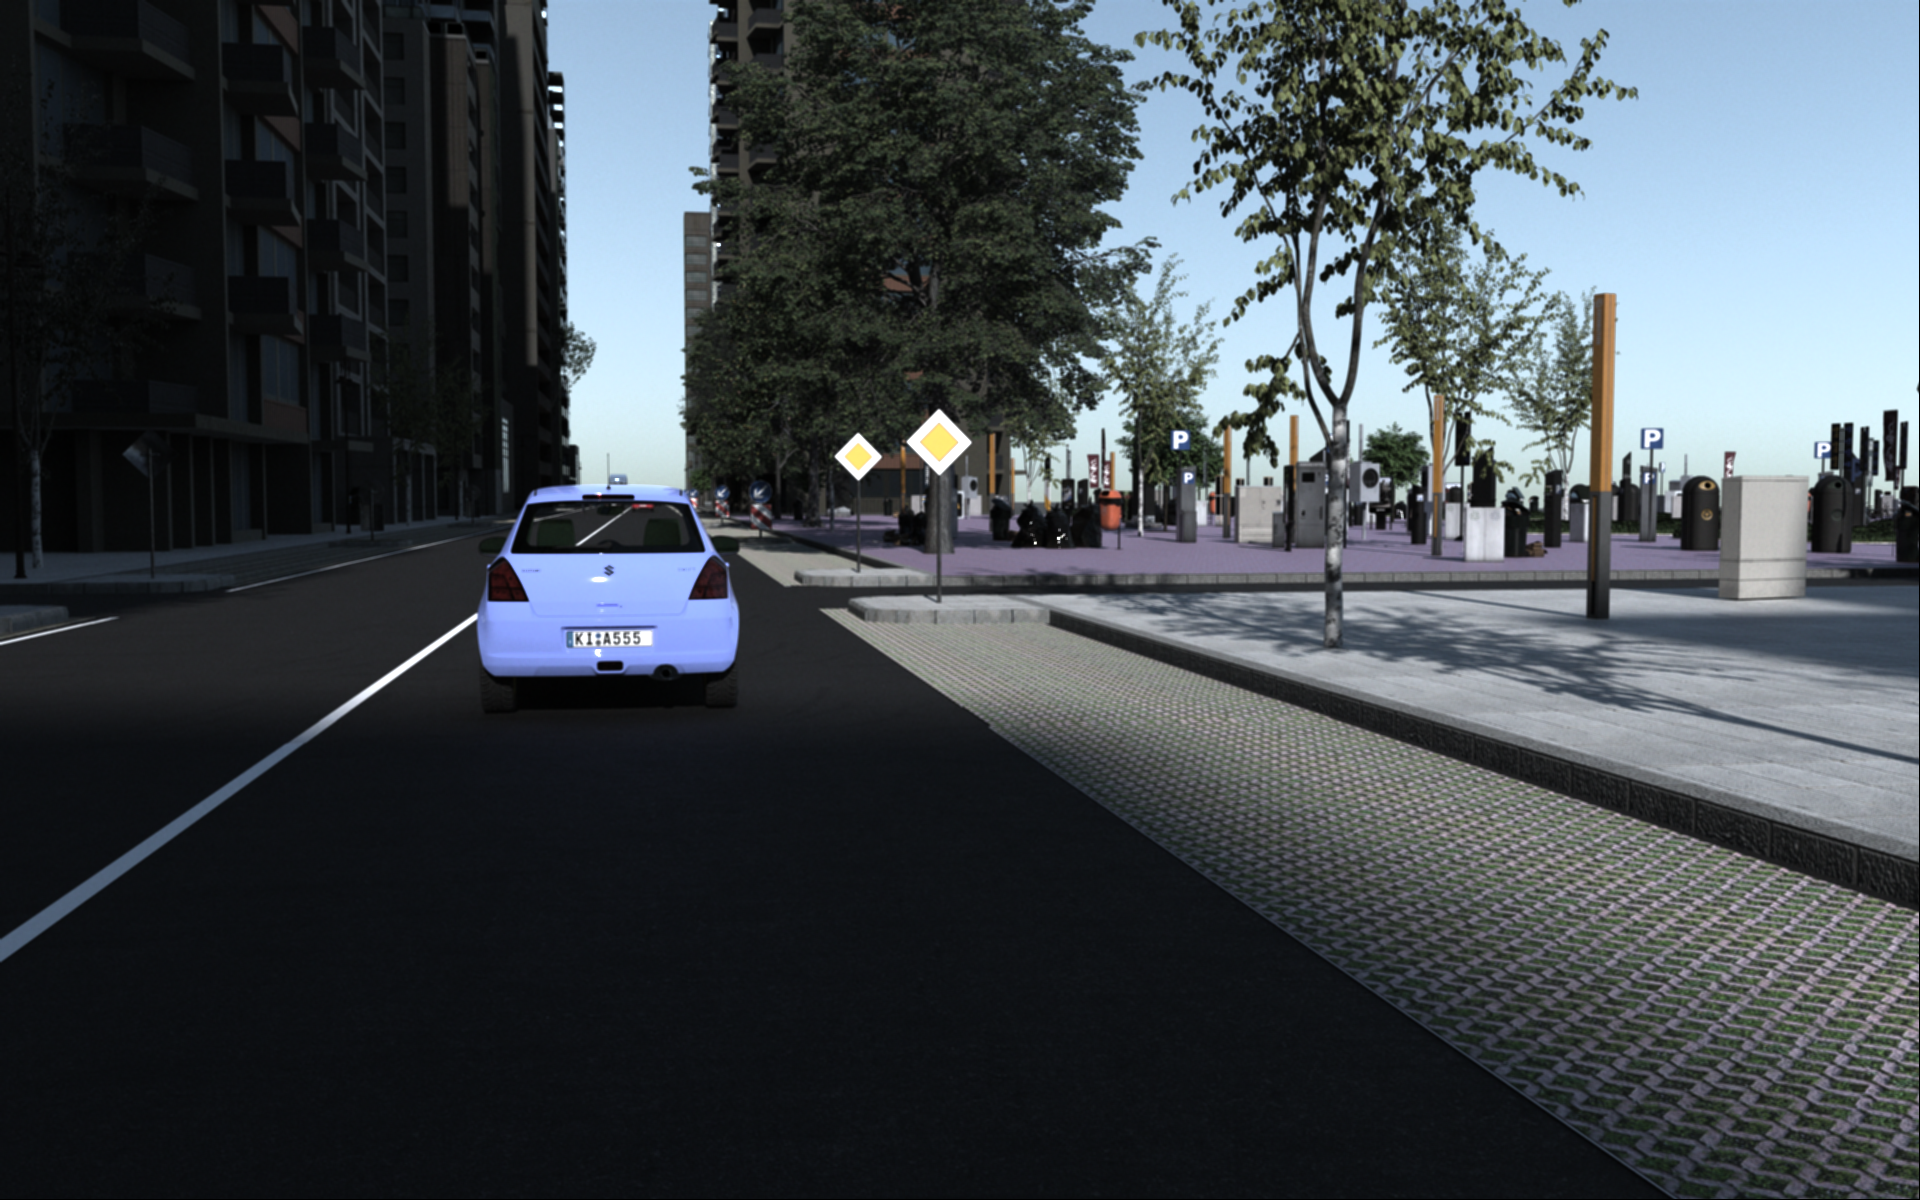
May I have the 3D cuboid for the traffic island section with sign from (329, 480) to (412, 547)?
[{"bbox_3d":[-16.088,-2.369,47.364,1.989,1.847,2.006,-1,4,-10],"label":"traffic island section with sign"}]

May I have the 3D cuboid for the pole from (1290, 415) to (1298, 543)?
[{"bbox_3d":[8.676,-3.132,45.044,0.158,3.312,0.155,0,3,0],"label":"pole"}]

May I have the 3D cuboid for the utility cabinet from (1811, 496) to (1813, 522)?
[{"bbox_3d":[27.376,-2.704,55.379,0.306,1.237,1.020,2,4,25],"label":"utility cabinet"}]

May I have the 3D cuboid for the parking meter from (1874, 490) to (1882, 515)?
[{"bbox_3d":[51.443,-5.420,97.030,0.372,1.533,0.369,0,3,0],"label":"parking meter"}]

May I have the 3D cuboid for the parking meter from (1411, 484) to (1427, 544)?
[{"bbox_3d":[11.724,-2.190,44.220,0.372,1.533,0.369,0,3,0],"label":"parking meter"}]

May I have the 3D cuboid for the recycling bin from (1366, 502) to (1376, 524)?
[{"bbox_3d":[17.944,-3.817,74.958,0.722,1.027,0.722,2,4,26],"label":"recycling bin"}]

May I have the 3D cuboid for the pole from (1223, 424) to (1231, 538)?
[{"bbox_3d":[7.725,-3.440,50.082,0.158,3.312,0.155,0,3,0],"label":"pole"}]

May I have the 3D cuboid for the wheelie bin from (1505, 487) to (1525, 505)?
[{"bbox_3d":[24.799,-4.255,77.469,0.693,1.594,0.980,3,4,36],"label":"wheelie bin"}]

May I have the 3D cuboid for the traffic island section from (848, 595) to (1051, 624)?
[{"bbox_3d":[-0.227,0.115,20.409,2.009,0.180,2.903,-1,4,-10],"label":"traffic island section"}]

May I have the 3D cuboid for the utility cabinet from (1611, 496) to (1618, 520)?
[{"bbox_3d":[24.546,-3.299,65.098,0.306,1.237,1.020,1,4,22],"label":"utility cabinet"}]

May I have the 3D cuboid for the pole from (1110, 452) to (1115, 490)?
[{"bbox_3d":[7.417,-5.535,84.335,0.158,3.312,0.155,0,3,0],"label":"pole"}]

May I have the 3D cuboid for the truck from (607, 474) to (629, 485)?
[{"bbox_3d":[-47.900,-15.471,242.703,2.967,4.110,18.799,-1,4,-11],"label":"truck"}]

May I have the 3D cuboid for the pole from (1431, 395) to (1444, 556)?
[{"bbox_3d":[9.884,-2.567,35.820,0.158,3.312,0.155,0,3,0],"label":"pole"}]

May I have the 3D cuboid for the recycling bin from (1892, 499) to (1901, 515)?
[{"bbox_3d":[48.092,-4.638,88.377,0.722,1.027,0.722,0,4,5],"label":"recycling bin"}]

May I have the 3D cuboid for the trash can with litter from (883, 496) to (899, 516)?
[{"bbox_3d":[-3.997,-5.526,101.734,1.055,1.170,0.624,-1,4,-9],"label":"trash can with litter"}]

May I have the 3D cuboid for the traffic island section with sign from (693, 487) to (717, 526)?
[{"bbox_3d":[-10.755,-4.199,77.289,1.989,1.847,2.006,-1,4,-10],"label":"traffic island section with sign"}]

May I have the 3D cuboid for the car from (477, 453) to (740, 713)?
[{"bbox_3d":[-2.569,-0.193,12.740,1.945,1.707,3.694,-1,4,-11],"label":"car"}]

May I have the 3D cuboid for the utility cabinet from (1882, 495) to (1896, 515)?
[{"bbox_3d":[53.940,-5.492,100.951,0.306,1.237,1.020,-3,5,-43],"label":"utility cabinet"}]

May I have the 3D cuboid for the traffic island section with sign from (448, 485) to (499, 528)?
[{"bbox_3d":[-20.973,-4.039,74.661,1.989,1.847,2.006,-1,4,-10],"label":"traffic island section with sign"}]

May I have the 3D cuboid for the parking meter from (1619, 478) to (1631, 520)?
[{"bbox_3d":[24.373,-3.534,63.495,0.255,1.863,0.399,-1,4,-11],"label":"parking meter"}]

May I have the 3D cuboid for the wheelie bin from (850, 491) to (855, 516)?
[{"bbox_3d":[-6.650,-5.854,103.613,0.693,1.594,0.980,0,4,-6],"label":"wheelie bin"}]

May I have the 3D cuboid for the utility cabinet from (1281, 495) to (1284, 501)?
[{"bbox_3d":[18.081,-5.323,98.184,1.020,1.237,0.306,2,4,26],"label":"utility cabinet"}]

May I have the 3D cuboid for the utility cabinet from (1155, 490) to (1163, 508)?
[{"bbox_3d":[9.785,-4.877,88.423,1.173,1.500,0.318,3,5,44],"label":"utility cabinet"}]

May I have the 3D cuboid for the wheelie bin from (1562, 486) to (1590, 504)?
[{"bbox_3d":[23.330,-3.491,64.983,0.980,1.594,0.693,-1,4,-16],"label":"wheelie bin"}]

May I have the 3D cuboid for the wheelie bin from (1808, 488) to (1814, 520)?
[{"bbox_3d":[41.641,-4.683,84.474,0.980,1.594,0.693,-3,4,-38],"label":"wheelie bin"}]

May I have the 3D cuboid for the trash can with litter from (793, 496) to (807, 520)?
[{"bbox_3d":[-7.660,-4.488,84.766,1.055,1.170,0.624,1,4,10],"label":"trash can with litter"}]

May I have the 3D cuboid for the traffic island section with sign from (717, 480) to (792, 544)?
[{"bbox_3d":[-5.995,-2.577,50.755,1.989,1.847,2.006,-1,4,-10],"label":"traffic island section with sign"}]

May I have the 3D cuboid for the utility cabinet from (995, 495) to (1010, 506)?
[{"bbox_3d":[2.057,-4.678,87.648,1.020,1.237,0.306,-3,5,-43],"label":"utility cabinet"}]

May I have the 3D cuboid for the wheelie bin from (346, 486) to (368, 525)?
[{"bbox_3d":[-25.075,-3.931,72.173,0.693,1.594,0.980,1,4,16],"label":"wheelie bin"}]

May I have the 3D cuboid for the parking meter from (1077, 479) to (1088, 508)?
[{"bbox_3d":[4.743,-3.745,66.935,0.255,1.863,0.399,-3,5,-41],"label":"parking meter"}]

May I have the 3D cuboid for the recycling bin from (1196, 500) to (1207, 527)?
[{"bbox_3d":[9.307,-3.434,68.701,0.722,1.027,0.722,-2,4,-32],"label":"recycling bin"}]

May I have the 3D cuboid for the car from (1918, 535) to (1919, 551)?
[{"bbox_3d":[18.519,-1.209,28.439,5.304,1.827,2.281,-1,4,-11],"label":"car"}]

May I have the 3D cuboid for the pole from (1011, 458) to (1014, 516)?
[{"bbox_3d":[3.012,-6.437,99.087,0.158,3.312,0.155,0,3,0],"label":"pole"}]

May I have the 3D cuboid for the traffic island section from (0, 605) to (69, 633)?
[{"bbox_3d":[-10.900,0.231,18.510,2.009,0.180,2.903,-1,4,-10],"label":"traffic island section"}]

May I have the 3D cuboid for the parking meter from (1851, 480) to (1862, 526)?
[{"bbox_3d":[36.222,-3.933,70.023,0.399,1.863,0.255,0,4,7],"label":"parking meter"}]

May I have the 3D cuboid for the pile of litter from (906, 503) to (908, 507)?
[{"bbox_3d":[-3.169,-4.927,94.516,1.719,0.858,1.176,-1,4,-10],"label":"pile of litter"}]

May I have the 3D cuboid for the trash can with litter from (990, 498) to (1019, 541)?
[{"bbox_3d":[1.328,-2.200,47.350,1.055,1.170,0.624,3,5,43],"label":"trash can with litter"}]

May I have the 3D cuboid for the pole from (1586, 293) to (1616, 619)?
[{"bbox_3d":[6.574,-1.462,17.755,0.158,3.312,0.155,0,3,0],"label":"pole"}]

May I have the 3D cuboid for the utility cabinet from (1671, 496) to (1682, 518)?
[{"bbox_3d":[28.428,-3.467,67.854,1.020,1.237,0.306,1,4,15],"label":"utility cabinet"}]

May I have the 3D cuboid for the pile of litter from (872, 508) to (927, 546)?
[{"bbox_3d":[-1.222,-1.808,43.528,1.719,0.858,1.176,-3,5,-43],"label":"pile of litter"}]

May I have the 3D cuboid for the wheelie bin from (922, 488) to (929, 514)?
[{"bbox_3d":[-1.379,-4.771,85.918,0.980,1.594,0.693,-2,4,-24],"label":"wheelie bin"}]

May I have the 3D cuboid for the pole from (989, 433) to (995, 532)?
[{"bbox_3d":[1.086,-3.923,57.982,0.158,3.312,0.155,0,3,0],"label":"pole"}]

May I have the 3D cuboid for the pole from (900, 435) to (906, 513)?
[{"bbox_3d":[-1.968,-4.029,59.711,0.158,3.312,0.155,0,3,0],"label":"pole"}]

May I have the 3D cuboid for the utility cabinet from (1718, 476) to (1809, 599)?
[{"bbox_3d":[9.813,-0.764,21.162,1.173,1.500,0.318,-2,4,-26],"label":"utility cabinet"}]

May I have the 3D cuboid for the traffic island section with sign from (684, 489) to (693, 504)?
[{"bbox_3d":[-19.583,-7.215,126.587,1.989,1.847,2.006,-1,4,-10],"label":"traffic island section with sign"}]

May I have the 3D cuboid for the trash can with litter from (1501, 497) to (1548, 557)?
[{"bbox_3d":[11.447,-1.465,35.335,1.055,1.170,0.624,-2,4,-30],"label":"trash can with litter"}]

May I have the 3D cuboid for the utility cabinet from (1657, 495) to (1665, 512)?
[{"bbox_3d":[39.407,-5.262,97.191,1.020,1.237,0.306,1,4,9],"label":"utility cabinet"}]

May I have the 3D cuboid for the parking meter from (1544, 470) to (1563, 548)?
[{"bbox_3d":[14.226,-2.192,41.548,0.399,1.863,0.255,-3,4,-37],"label":"parking meter"}]

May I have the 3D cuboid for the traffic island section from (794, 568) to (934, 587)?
[{"bbox_3d":[-1.634,-0.366,28.269,2.009,0.180,2.903,-1,4,-10],"label":"traffic island section"}]

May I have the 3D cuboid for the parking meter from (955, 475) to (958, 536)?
[{"bbox_3d":[-0.285,-2.862,52.508,0.399,1.863,0.255,3,5,40],"label":"parking meter"}]

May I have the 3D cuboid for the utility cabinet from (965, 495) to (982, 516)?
[{"bbox_3d":[0.794,-5.660,103.708,1.020,1.237,0.306,-2,4,-32],"label":"utility cabinet"}]

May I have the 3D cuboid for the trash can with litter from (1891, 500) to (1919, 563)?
[{"bbox_3d":[18.002,-1.280,32.317,1.055,1.170,0.624,1,4,19],"label":"trash can with litter"}]

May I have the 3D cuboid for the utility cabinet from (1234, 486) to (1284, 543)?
[{"bbox_3d":[7.759,-2.227,45.083,1.173,1.500,0.318,-1,4,-14],"label":"utility cabinet"}]

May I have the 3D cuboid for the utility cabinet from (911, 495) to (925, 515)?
[{"bbox_3d":[-2.306,-5.413,99.664,1.020,1.237,0.306,2,4,28],"label":"utility cabinet"}]

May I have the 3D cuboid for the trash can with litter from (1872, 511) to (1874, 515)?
[{"bbox_3d":[55.481,-5.685,104.340,1.055,1.170,0.624,-2,4,-29],"label":"trash can with litter"}]

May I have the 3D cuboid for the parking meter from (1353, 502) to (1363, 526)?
[{"bbox_3d":[16.169,-3.786,70.308,0.372,1.533,0.369,0,3,0],"label":"parking meter"}]

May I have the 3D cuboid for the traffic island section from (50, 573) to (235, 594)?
[{"bbox_3d":[-12.307,-0.250,26.371,2.009,0.180,2.903,-1,4,-10],"label":"traffic island section"}]
